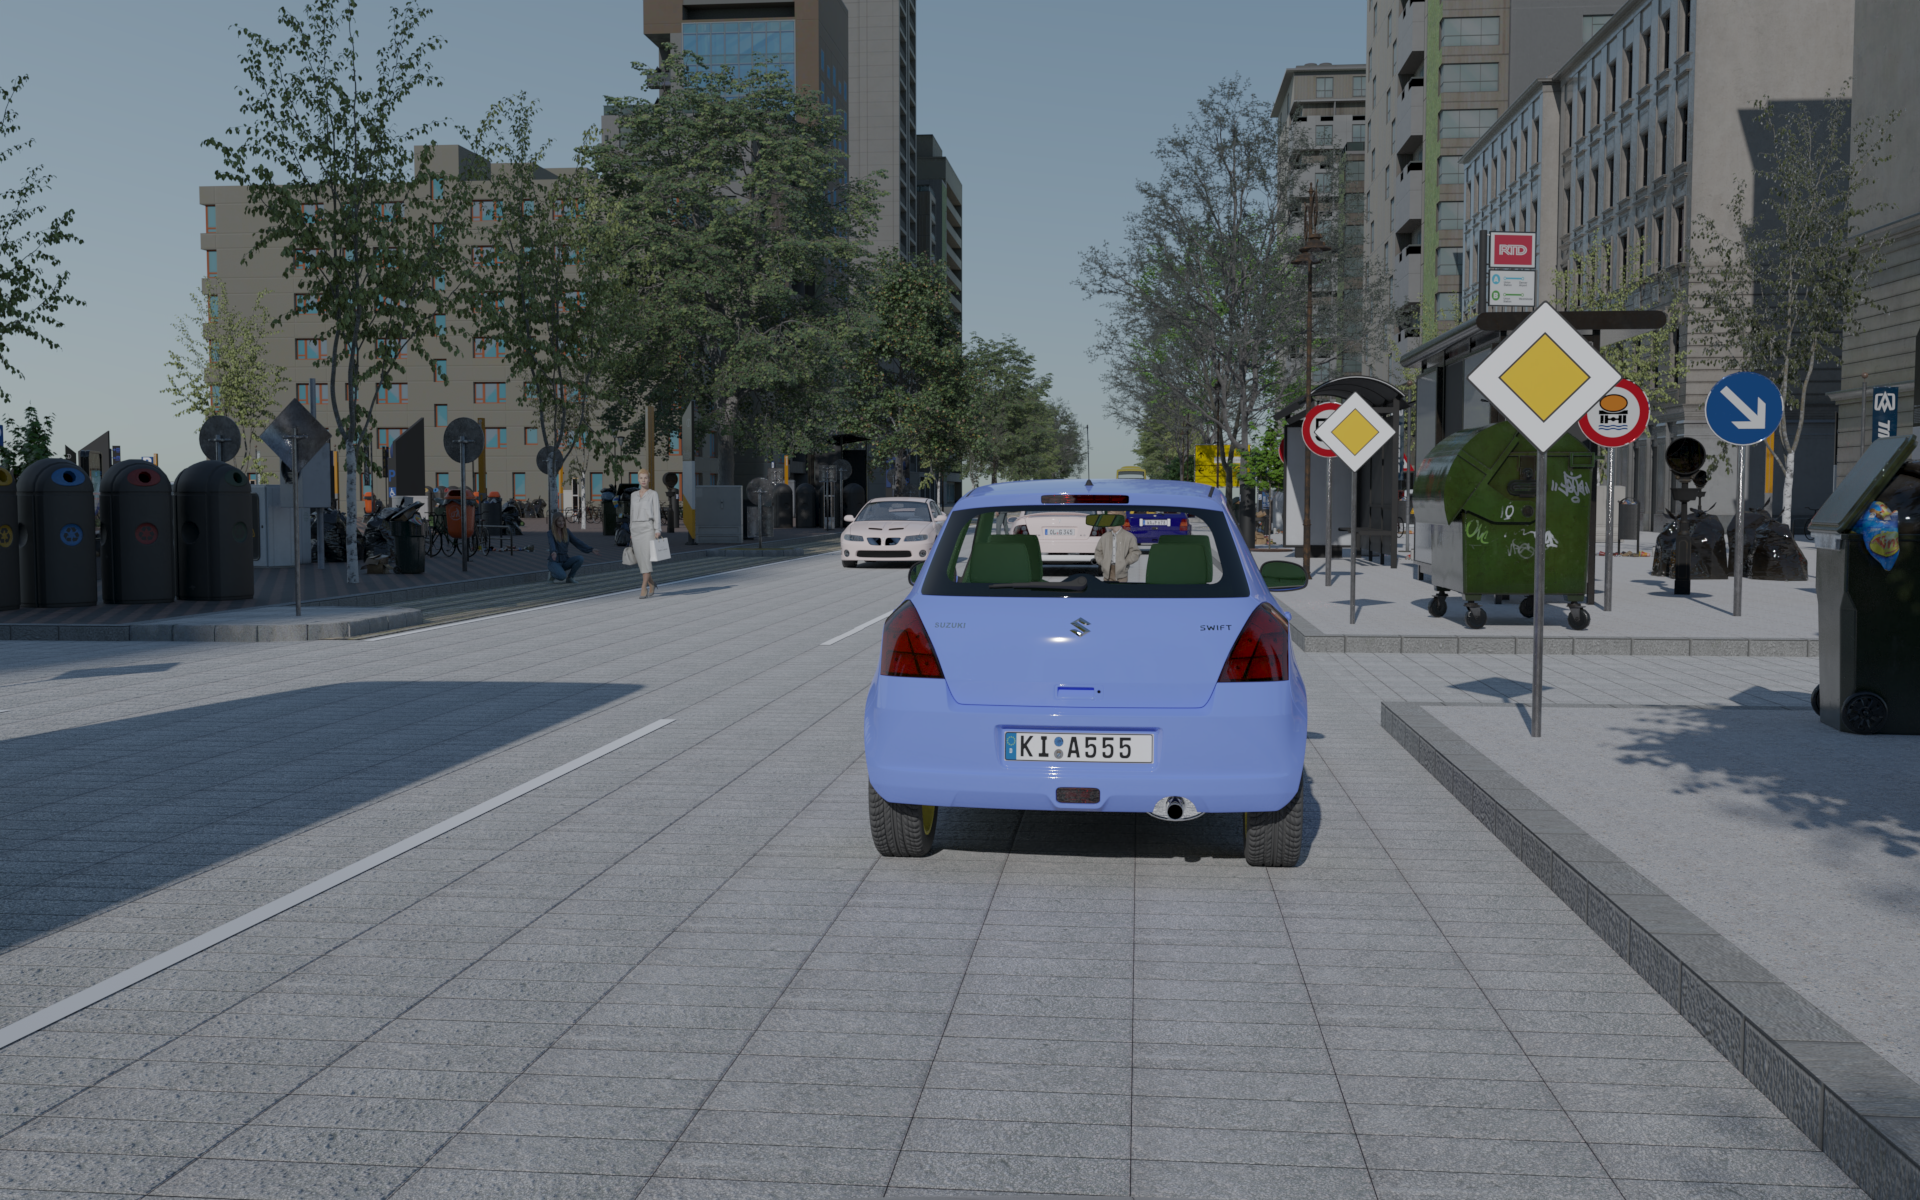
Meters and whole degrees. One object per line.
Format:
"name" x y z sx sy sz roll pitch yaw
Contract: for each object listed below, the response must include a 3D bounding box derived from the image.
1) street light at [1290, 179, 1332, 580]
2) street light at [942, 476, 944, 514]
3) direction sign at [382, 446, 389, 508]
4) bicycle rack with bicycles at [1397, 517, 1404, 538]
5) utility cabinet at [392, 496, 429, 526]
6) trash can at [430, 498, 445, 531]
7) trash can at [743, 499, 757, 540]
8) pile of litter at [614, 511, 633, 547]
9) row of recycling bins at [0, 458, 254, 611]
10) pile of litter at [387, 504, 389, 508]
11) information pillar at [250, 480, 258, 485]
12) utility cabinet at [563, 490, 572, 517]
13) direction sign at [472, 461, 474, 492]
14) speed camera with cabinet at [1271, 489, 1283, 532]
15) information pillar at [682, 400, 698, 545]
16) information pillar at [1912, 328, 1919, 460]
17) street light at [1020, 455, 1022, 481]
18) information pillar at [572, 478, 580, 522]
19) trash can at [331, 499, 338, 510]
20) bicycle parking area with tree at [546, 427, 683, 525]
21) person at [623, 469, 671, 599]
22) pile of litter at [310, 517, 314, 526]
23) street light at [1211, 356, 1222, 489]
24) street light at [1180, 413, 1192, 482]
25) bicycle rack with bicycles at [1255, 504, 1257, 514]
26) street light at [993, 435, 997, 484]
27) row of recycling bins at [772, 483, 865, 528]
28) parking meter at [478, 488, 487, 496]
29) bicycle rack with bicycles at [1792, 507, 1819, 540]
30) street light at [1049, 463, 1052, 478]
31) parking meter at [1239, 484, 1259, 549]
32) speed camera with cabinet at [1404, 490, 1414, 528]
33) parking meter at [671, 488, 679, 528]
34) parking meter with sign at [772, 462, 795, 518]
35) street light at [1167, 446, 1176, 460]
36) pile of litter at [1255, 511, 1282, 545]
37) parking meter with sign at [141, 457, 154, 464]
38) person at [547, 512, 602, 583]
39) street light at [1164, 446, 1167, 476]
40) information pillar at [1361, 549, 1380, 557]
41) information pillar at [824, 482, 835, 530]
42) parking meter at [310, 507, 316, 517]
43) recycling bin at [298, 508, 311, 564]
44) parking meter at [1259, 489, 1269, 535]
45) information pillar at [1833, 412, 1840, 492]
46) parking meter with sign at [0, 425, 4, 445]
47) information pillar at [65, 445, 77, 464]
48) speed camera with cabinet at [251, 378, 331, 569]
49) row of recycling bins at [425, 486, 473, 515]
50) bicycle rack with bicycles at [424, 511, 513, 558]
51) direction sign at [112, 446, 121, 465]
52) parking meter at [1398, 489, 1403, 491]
"street light" 5.204 -3.245 25.847 0.468 5.910 1.993 0 4 6
"street light" -0.938 -7.456 94.691 0.468 5.910 1.993 0 4 6
"direction sign" -27.299 -5.528 82.388 0.379 3.537 0.876 0 4 0
"bicycle rack with bicycles" 11.618 -2.331 51.501 2.852 0.926 2.925 0 4 -6
"utility cabinet" -17.707 -2.739 55.949 1.020 1.237 0.306 -1 4 -18
"trash can" -17.151 -2.797 57.388 0.748 1.137 0.748 0 3 0
"trash can" -5.979 -2.245 48.353 0.748 1.137 0.748 0 3 0
"pile of litter" -8.059 -1.772 42.934 1.176 0.858 1.719 0 4 3
"row of recycling bins" -10.036 -0.796 20.122 1.069 1.692 3.534 3 5 41
"pile of litter" -29.231 -4.579 88.839 1.719 0.858 1.176 -1 4 -13
"information pillar" -36.551 -5.210 89.673 0.304 2.012 0.304 0 4 -3
"utility cabinet" -21.503 -5.303 95.389 1.173 1.500 0.318 3 5 41
"direction sign" -23.266 -5.553 82.790 0.379 3.537 0.876 -1 4 -13
"speed camera with cabinet" 10.854 -3.960 59.082 0.660 3.252 2.038 -1 4 -17
"information pillar" -6.819 -3.195 43.586 0.183 3.616 0.504 -3 4 -38
"information pillar" 11.773 -1.824 21.176 0.183 3.616 0.504 1 4 11
"street light" 5.705 -11.444 159.900 0.468 5.910 1.993 0 4 6
"information pillar" -17.580 -4.571 79.224 0.304 2.012 0.304 0 4 -7
"trash can" -20.371 -2.696 55.741 0.748 1.137 0.748 0 3 0
"bicycle parking area with tree" -13.390 -5.453 76.158 9.016 4.147 8.231 3 5 41
"person" -4.311 -0.923 23.937 0.694 1.780 0.624 3 4 36
"pile of litter" -16.920 -1.781 43.077 1.719 0.858 1.176 2 4 31
"street light" 8.662 -5.221 58.156 0.468 5.910 1.993 0 4 6
"street light" 12.014 -7.251 91.347 0.468 5.910 1.993 0 4 6
"bicycle rack with bicycles" 14.328 -4.728 90.685 2.925 0.926 2.852 1 4 19
"street light" 2.506 -9.466 127.564 0.468 5.910 1.993 0 4 6
"row of recycling bins" -5.383 -3.591 65.818 3.534 1.692 1.069 -1 4 -8
"parking meter" -19.639 -3.844 71.262 0.372 1.533 0.369 0 3 0
"bicycle rack with bicycles" 24.498 -2.103 47.758 2.925 0.926 2.852 -3 4 -38
"street light" 10.953 -14.491 209.718 0.468 5.910 1.993 0 4 6
"parking meter" 6.650 -1.937 40.083 0.372 1.533 0.369 0 3 0
"speed camera with cabinet" 17.763 -4.336 65.222 0.660 3.252 2.038 -3 5 -42
"parking meter" -10.795 -3.486 65.414 0.372 1.533 0.369 0 3 0
"parking meter with sign" -9.243 -5.945 93.457 1.738 3.016 0.543 -1 4 -21
"street light" 16.581 -9.919 134.968 0.468 5.910 1.993 0 4 6
"pile of litter" 7.477 -1.856 44.303 1.176 0.858 1.719 -1 4 -22
"parking meter with sign" -37.764 -5.214 81.503 0.543 3.016 1.738 0 4 3
"person" -6.226 -0.835 27.650 1.012 1.151 0.738 -3 5 -41
"street light" 19.938 -11.909 167.494 0.468 5.910 1.993 0 4 6
"information pillar" 8.430 -1.900 35.550 0.304 2.012 0.304 -3 5 -40
"information pillar" -4.645 -3.488 61.514 0.304 2.012 0.304 1 4 16
"parking meter" -17.739 -2.382 47.349 0.372 1.533 0.369 0 3 0
"recycling bin" -12.357 -1.167 31.631 0.722 1.027 0.722 0 4 8
"parking meter" 9.504 -2.796 54.118 0.372 1.533 0.369 0 3 0
"information pillar" 25.056 -3.537 49.187 0.504 3.616 0.183 1 4 10
"parking meter with sign" -24.922 -2.898 43.648 1.738 3.016 0.543 1 4 23
"information pillar" -41.948 -5.528 81.742 0.504 3.616 0.183 -3 4 -36
"speed camera with cabinet" -11.727 -2.176 29.919 2.038 3.252 0.660 3 4 36
"row of recycling bins" -25.650 -4.854 86.481 3.534 1.692 1.069 2 4 32
"bicycle rack with bicycles" -10.577 -1.380 35.937 2.852 0.926 2.925 -3 5 -40
"direction sign" -39.586 -5.430 80.773 0.876 3.537 0.379 -1 4 -13
"parking meter" 21.401 -4.615 83.864 0.372 1.533 0.369 0 3 0
